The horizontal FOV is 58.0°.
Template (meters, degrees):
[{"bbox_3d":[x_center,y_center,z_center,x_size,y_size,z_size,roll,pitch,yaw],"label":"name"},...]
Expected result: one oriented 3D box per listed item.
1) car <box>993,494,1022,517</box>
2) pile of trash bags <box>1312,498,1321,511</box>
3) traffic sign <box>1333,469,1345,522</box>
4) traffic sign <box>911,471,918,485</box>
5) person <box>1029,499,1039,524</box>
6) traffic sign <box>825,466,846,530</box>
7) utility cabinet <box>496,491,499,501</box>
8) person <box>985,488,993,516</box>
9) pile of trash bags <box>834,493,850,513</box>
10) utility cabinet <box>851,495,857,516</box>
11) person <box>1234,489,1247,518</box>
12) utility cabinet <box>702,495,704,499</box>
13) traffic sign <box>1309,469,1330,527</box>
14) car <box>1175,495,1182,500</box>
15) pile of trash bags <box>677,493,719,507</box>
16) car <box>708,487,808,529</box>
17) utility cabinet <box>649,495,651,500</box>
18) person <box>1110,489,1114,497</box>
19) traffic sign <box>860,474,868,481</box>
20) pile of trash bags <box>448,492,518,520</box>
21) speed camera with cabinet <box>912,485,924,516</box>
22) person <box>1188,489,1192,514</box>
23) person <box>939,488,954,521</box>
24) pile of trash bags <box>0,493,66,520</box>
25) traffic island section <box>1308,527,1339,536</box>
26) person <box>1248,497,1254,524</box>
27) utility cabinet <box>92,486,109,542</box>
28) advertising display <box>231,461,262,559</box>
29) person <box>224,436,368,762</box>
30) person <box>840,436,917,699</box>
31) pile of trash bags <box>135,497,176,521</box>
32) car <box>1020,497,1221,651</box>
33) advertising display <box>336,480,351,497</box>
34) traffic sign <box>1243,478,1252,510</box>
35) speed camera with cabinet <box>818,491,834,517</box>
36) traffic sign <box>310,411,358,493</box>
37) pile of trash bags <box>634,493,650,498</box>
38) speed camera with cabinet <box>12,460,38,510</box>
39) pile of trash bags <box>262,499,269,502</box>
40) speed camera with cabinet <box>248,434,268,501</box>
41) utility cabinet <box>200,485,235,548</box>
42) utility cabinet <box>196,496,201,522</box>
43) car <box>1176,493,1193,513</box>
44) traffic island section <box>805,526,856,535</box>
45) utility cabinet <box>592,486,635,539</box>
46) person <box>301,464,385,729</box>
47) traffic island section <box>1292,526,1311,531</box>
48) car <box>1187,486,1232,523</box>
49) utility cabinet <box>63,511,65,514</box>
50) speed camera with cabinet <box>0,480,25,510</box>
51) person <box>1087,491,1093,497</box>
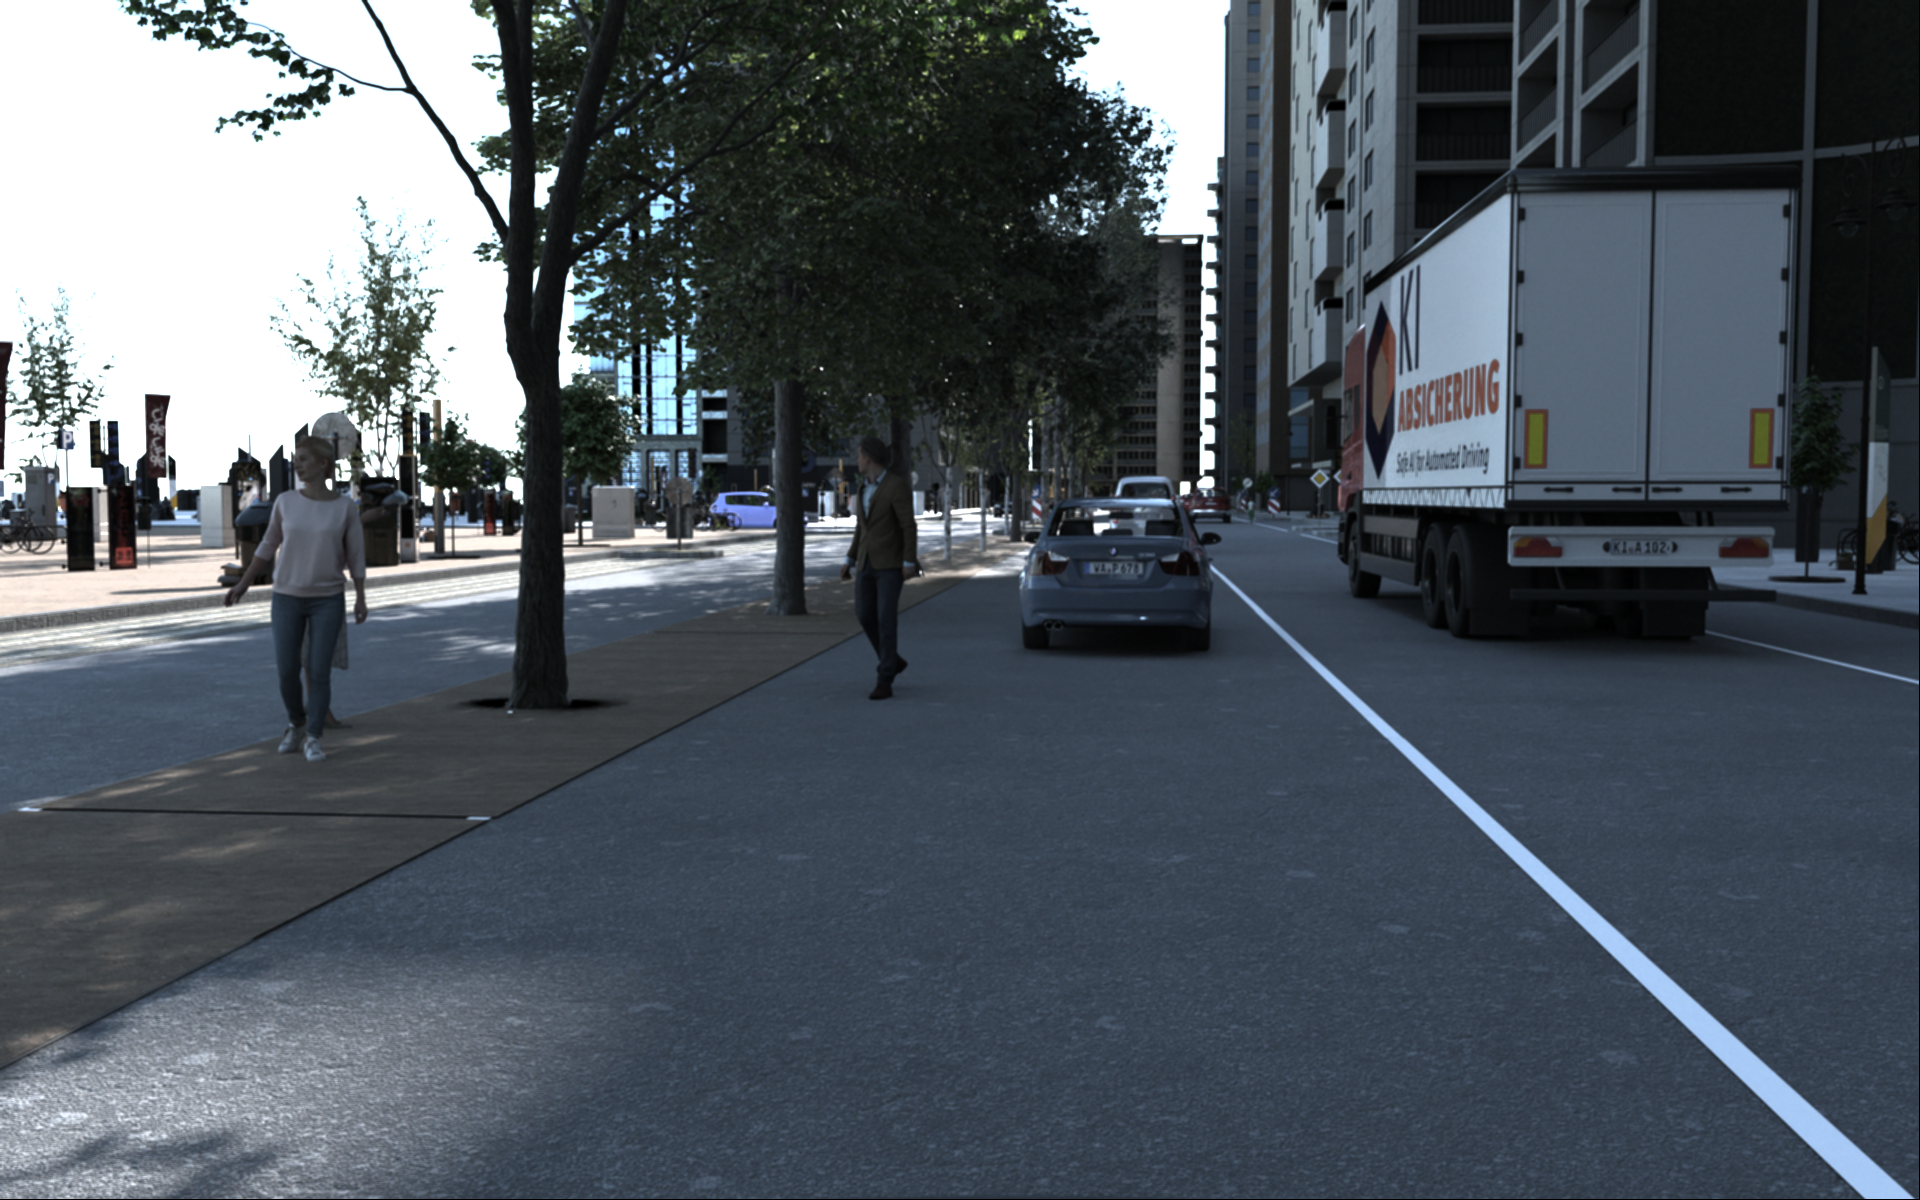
[{"bbox_3d":[3.104,-6.020,108.214,2.009,1.686,4.222,0,4,7],"label":"car"},{"bbox_3d":[27.000,-7.076,125.447,1.912,1.369,3.447,-1,4,-21],"label":"pile of trash bags"},{"bbox_3d":[13.308,-3.449,60.027,0.795,2.450,0.064,0,4,6],"label":"traffic sign"},{"bbox_3d":[-2.697,-5.885,96.329,0.768,2.556,0.104,1,4,12],"label":"traffic sign"},{"bbox_3d":[3.537,-4.529,82.800,0.529,1.795,0.600,3,4,38],"label":"person"},{"bbox_3d":[-4.446,-3.558,61.819,0.795,2.450,0.064,0,4,6],"label":"traffic sign"},{"bbox_3d":[-32.676,-6.890,121.329,1.173,1.500,0.318,1,4,22],"label":"utility cabinet"},{"bbox_3d":[1.759,-6.384,113.053,0.728,1.800,0.709,1,4,9],"label":"person"},{"bbox_3d":[-8.371,-6.274,112.327,1.912,1.369,3.447,3,5,39],"label":"pile of trash bags"},{"bbox_3d":[-6.115,-5.679,104.012,0.306,1.237,1.020,3,5,41],"label":"utility cabinet"},{"bbox_3d":[17.039,-5.869,105.210,0.760,1.731,0.466,-1,4,-10],"label":"person"},{"bbox_3d":[-19.369,-7.270,130.028,0.306,1.237,1.020,2,4,25],"label":"utility cabinet"},{"bbox_3d":[14.103,-3.935,67.972,0.795,2.450,0.064,0,4,6],"label":"traffic sign"},{"bbox_3d":[16.428,-7.372,132.886,2.083,1.381,4.827,0,4,7],"label":"car"},{"bbox_3d":[-20.210,-7.553,133.246,3.447,1.369,1.912,0,4,2],"label":"pile of trash bags"},{"bbox_3d":[-7.526,-3.370,64.695,3.694,1.707,1.945,0,4,6],"label":"car"},{"bbox_3d":[-19.106,-5.856,106.902,1.020,1.237,0.306,-3,5,-40],"label":"utility cabinet"},{"bbox_3d":[12.044,-7.922,138.030,0.388,1.821,0.555,0,4,2],"label":"person"},{"bbox_3d":[-3.650,-4.044,69.764,0.795,2.450,0.064,0,4,6],"label":"traffic sign"},{"bbox_3d":[-23.726,-4.682,86.300,3.447,1.369,1.912,-2,4,-32],"label":"pile of trash bags"},{"bbox_3d":[-2.829,-6.616,102.507,0.660,3.252,2.038,-2,4,-30],"label":"speed camera with cabinet"},{"bbox_3d":[16.022,-6.875,121.077,0.590,1.801,0.661,2,4,30],"label":"person"},{"bbox_3d":[-0.748,-5.127,92.608,0.850,1.792,0.678,1,4,14],"label":"person"},{"bbox_3d":[-46.426,-4.713,86.804,3.447,1.369,1.912,-1,4,-20],"label":"pile of trash bags"},{"bbox_3d":[13.332,-2.313,60.102,2.009,0.180,2.903,0,4,6],"label":"traffic island section"},{"bbox_3d":[14.101,-4.351,83.886,0.306,1.304,0.590,1,4,17],"label":"person"},{"bbox_3d":[-22.831,-2.298,46.246,0.318,1.500,1.173,0,4,2],"label":"utility cabinet"},{"bbox_3d":[-14.160,-1.786,34.409,0.123,1.923,0.974,0,4,5],"label":"advertising display"},{"bbox_3d":[-3.589,-0.012,9.372,0.731,1.740,0.598,-1,4,-18],"label":"person"},{"bbox_3d":[-0.582,-0.245,12.413,0.656,1.842,0.836,1,4,15],"label":"person"},{"bbox_3d":[-40.213,-4.593,84.848,3.447,1.369,1.912,1,4,12],"label":"pile of trash bags"},{"bbox_3d":[1.597,-0.320,17.235,2.014,1.417,4.499,0,4,7],"label":"car"},{"bbox_3d":[-28.918,-4.662,81.431,0.974,1.923,0.123,-3,5,-43],"label":"advertising display"},{"bbox_3d":[22.710,-8.364,136.858,0.768,2.556,0.104,1,4,10],"label":"traffic sign"},{"bbox_3d":[-8.224,-6.381,98.673,2.038,3.252,0.660,1,4,17],"label":"speed camera with cabinet"},{"bbox_3d":[-9.661,-1.628,26.723,0.768,2.556,0.104,0,4,8],"label":"traffic sign"},{"bbox_3d":[-24.464,-7.618,134.307,1.912,1.369,3.447,-1,4,-22],"label":"pile of trash bags"},{"bbox_3d":[-54.655,-6.565,101.670,2.038,3.252,0.660,3,4,38],"label":"speed camera with cabinet"},{"bbox_3d":[-55.395,-7.709,135.799,1.912,1.369,3.447,0,4,-1],"label":"pile of trash bags"},{"bbox_3d":[-23.543,-3.785,56.217,0.660,3.252,2.038,2,4,35],"label":"speed camera with cabinet"},{"bbox_3d":[-17.661,-1.990,41.216,1.173,1.500,0.318,3,5,43],"label":"utility cabinet"},{"bbox_3d":[-35.312,-4.246,80.587,0.306,1.237,1.020,-1,4,-18],"label":"utility cabinet"},{"bbox_3d":[14.622,-6.115,109.021,2.155,1.783,4.494,0,4,6],"label":"car"},{"bbox_3d":[-4.470,-2.422,61.883,2.009,0.180,2.903,0,4,6],"label":"traffic island section"},{"bbox_3d":[-9.874,-2.485,49.302,1.173,1.500,0.318,1,4,12],"label":"utility cabinet"},{"bbox_3d":[-3.816,-0.093,10.584,0.524,1.755,0.480,-2,4,-32],"label":"person"},{"bbox_3d":[14.127,-2.799,68.047,2.009,0.180,2.903,0,4,6],"label":"traffic island section"},{"bbox_3d":[12.522,-4.783,86.875,2.281,1.827,5.304,0,4,7],"label":"car"},{"bbox_3d":[-55.975,-5.992,109.124,1.020,1.237,0.306,-2,4,-29],"label":"utility cabinet"},{"bbox_3d":[-60.510,-7.094,110.317,2.038,3.252,0.660,-3,5,-41],"label":"speed camera with cabinet"},{"bbox_3d":[3.630,-2.292,48.566,0.523,1.515,0.503,-1,4,-13],"label":"person"}]
